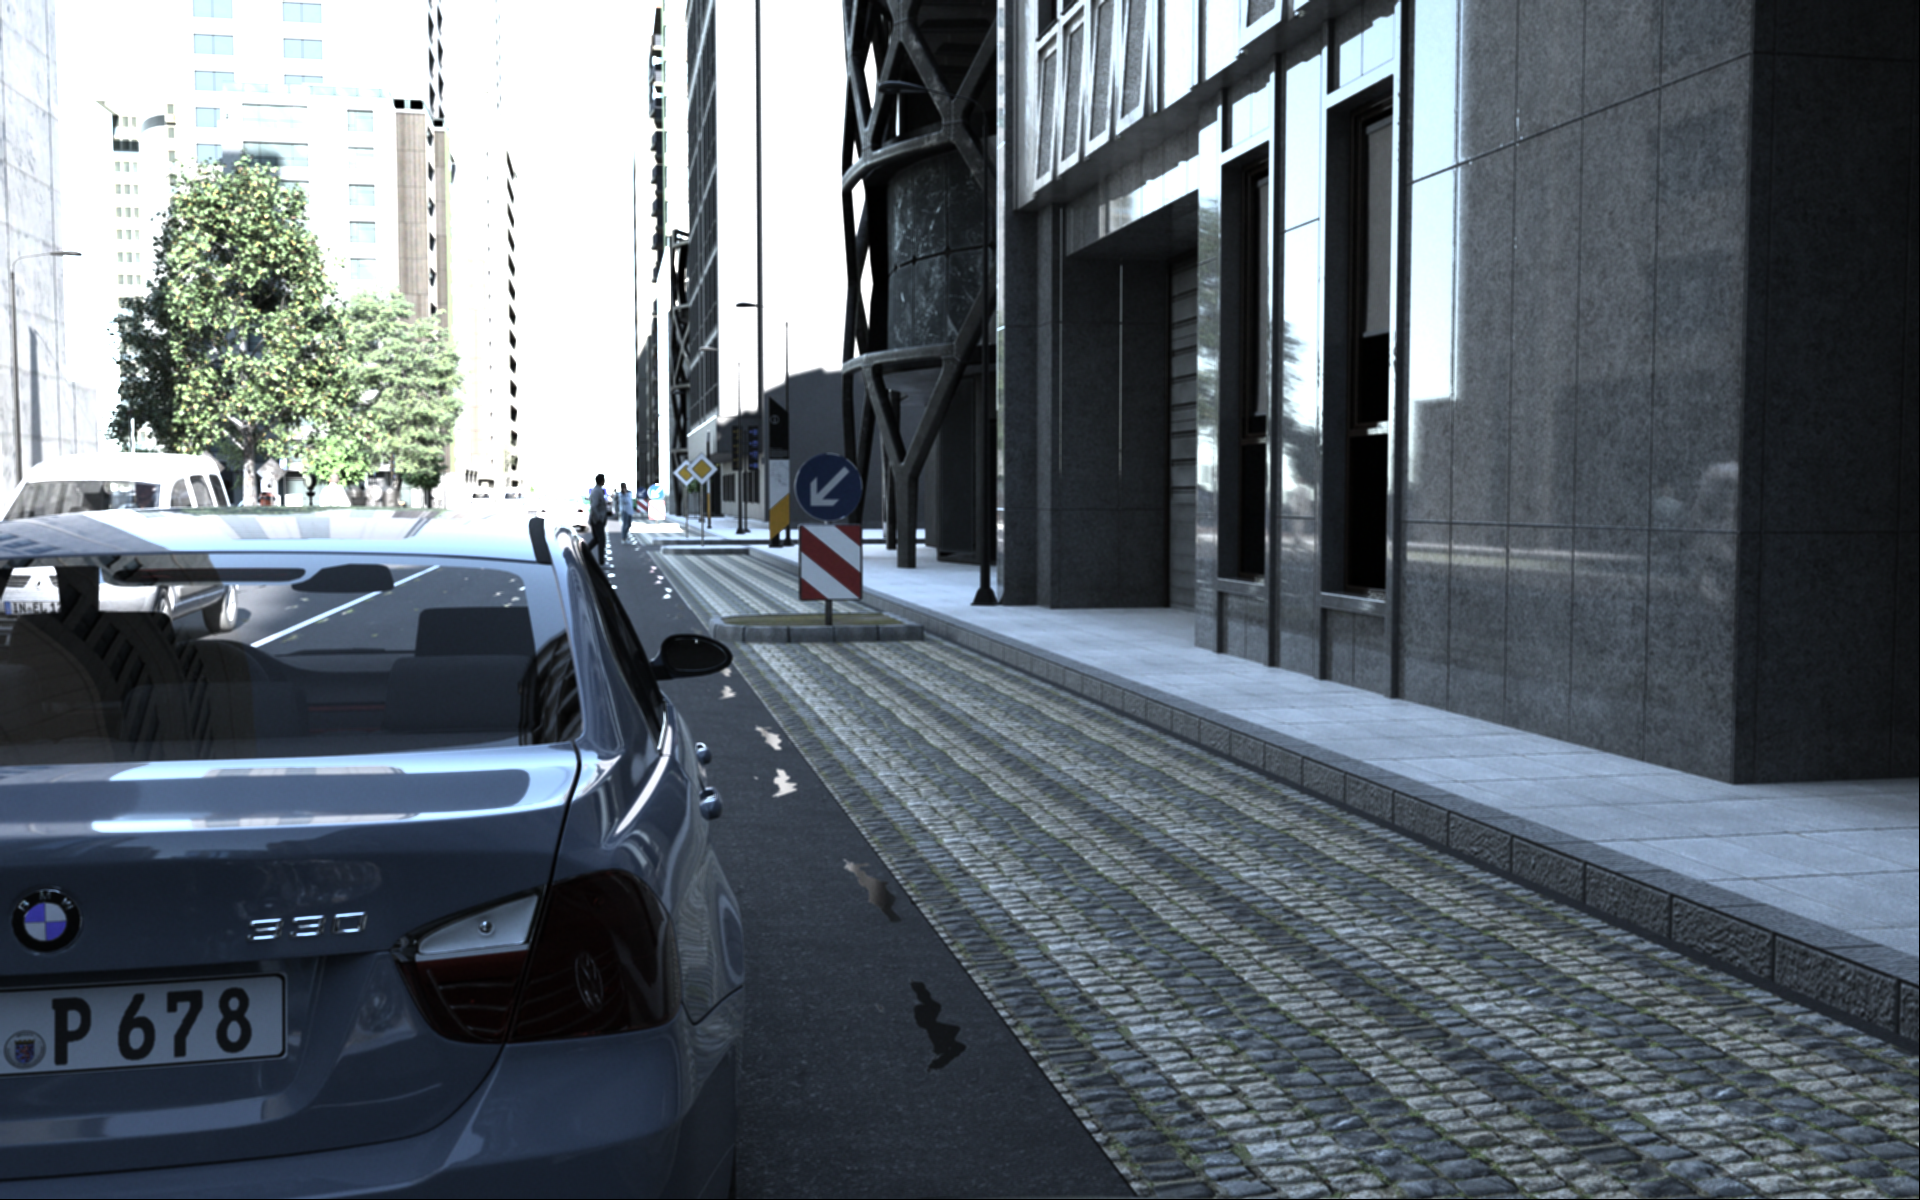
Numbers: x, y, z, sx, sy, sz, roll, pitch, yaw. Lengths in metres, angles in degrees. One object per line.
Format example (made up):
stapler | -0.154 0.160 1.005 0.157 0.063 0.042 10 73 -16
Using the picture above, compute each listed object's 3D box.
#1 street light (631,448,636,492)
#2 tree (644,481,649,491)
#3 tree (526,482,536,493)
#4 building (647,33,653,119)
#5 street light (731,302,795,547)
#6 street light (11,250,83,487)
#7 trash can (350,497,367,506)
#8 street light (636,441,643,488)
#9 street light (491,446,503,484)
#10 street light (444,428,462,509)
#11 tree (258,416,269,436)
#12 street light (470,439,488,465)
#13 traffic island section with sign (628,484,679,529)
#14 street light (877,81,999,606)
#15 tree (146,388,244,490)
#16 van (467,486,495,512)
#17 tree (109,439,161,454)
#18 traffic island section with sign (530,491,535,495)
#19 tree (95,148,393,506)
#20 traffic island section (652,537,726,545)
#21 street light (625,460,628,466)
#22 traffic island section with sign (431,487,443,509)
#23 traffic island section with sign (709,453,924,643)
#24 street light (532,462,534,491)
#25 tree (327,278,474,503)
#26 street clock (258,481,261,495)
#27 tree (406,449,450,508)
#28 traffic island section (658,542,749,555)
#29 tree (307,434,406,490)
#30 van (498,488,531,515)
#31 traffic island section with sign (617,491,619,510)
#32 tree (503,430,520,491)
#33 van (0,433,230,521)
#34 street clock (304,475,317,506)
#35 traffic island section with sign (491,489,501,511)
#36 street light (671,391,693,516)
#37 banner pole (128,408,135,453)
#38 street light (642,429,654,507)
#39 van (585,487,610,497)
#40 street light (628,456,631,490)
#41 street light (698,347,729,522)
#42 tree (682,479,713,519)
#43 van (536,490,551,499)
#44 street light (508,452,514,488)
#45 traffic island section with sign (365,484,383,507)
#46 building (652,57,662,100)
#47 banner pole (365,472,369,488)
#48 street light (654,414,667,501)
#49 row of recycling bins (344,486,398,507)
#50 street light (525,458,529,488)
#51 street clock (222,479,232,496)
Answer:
street light | -32.251 -12.395 175.205 1.470 5.913 1.316 -1 4 -12
tree | -36.852 -12.991 207.007 1.663 3.219 1.824 0 3 0
tree | -68.628 -17.279 277.109 1.663 3.219 1.824 0 3 0
building | -40.135 -50.896 270.400 20.563 71.187 20.611 -1 4 -12
street light | -4.751 -4.261 42.205 1.470 5.913 1.316 -1 4 -12
street light | -17.386 -3.698 33.006 1.470 5.913 1.316 -1 4 -12
trash can | -26.944 -4.039 77.690 0.748 1.137 0.748 0 3 0
street light | -27.534 -11.026 152.810 1.470 5.913 1.316 -1 4 -12
street light | -45.192 -11.947 167.881 1.470 5.913 1.316 -1 4 -12
street light | -35.860 -9.165 122.391 1.470 5.913 1.316 -1 4 -12
tree | -48.314 -10.159 116.468 4.737 8.622 4.395 0 3 0
street light | -40.563 -10.577 145.468 1.470 5.913 1.316 -1 4 -12
traffic island section with sign | -12.779 -3.889 72.215 1.989 1.847 2.006 -1 4 -12
street light | -0.240 -2.888 19.768 1.470 5.913 1.316 -1 4 -12
tree | -41.370 -8.663 91.997 4.737 8.622 4.395 0 3 0
van | -34.997 -7.321 126.712 2.013 2.044 4.112 -1 4 -12
tree | -48.869 -7.273 102.623 4.285 4.588 4.351 0 3 0
traffic island section with sign | -55.606 -13.273 225.640 1.989 1.847 2.006 -1 4 -12
tree | -23.931 -8.611 57.802 9.611 12.733 9.660 0 3 0
traffic island section | -7.836 -1.686 49.849 2.009 0.180 2.903 -1 4 -12
street light | -39.892 -14.627 211.689 1.470 5.913 1.316 -1 4 -12
traffic island section with sign | -28.792 -5.315 95.534 1.989 1.847 2.006 -1 4 -12
traffic island section with sign | -1.524 -0.545 17.531 1.989 1.847 2.006 -1 4 -12
street light | -61.774 -16.883 248.579 1.470 5.913 1.316 -1 4 -12
tree | -33.229 -11.931 101.724 9.857 13.997 8.962 0 3 0
street clock | -37.901 -5.473 94.058 0.358 2.002 0.471 -3 4 -38
tree | -35.548 -8.012 114.709 4.285 4.588 4.351 0 3 0
traffic island section | -6.224 -1.208 42.028 2.009 0.180 2.903 -1 4 -12
tree | -28.923 -5.924 80.569 4.285 4.588 4.351 0 3 0
van | -28.578 -6.374 111.222 2.013 2.044 4.112 -1 4 -12
traffic island section with sign | -28.344 -8.504 147.666 1.989 1.847 2.006 -1 4 -12
tree | -51.913 -15.040 196.258 4.360 8.622 3.978 0 3 0
van | -8.190 -0.590 16.654 2.013 2.044 4.112 -1 4 -10
street clock | -24.437 -3.708 65.203 0.471 2.002 0.358 2 4 32
traffic island section with sign | -38.784 -8.278 143.981 1.989 1.847 2.006 -1 4 -12
street light | -12.299 -6.487 78.608 1.470 5.913 1.316 -1 4 -12
banner pole | -24.123 -3.701 50.535 0.401 3.779 0.863 -2 4 -32
street light | -22.934 -9.654 130.391 1.470 5.913 1.316 -1 4 -12
van | -33.086 -9.401 158.083 2.240 2.365 5.245 -1 4 -12
street light | -36.986 -13.828 198.631 1.470 5.913 1.316 -1 4 -12
street light | -7.537 -5.040 54.945 1.470 5.913 1.316 -1 4 -12
tree | -13.590 -5.767 88.889 1.663 3.219 1.824 0 3 0
van | -45.210 -11.055 187.765 2.013 2.044 4.112 -1 4 -11
street light | -49.770 -13.330 190.487 1.470 5.913 1.316 -1 4 -12
traffic island section with sign | -23.339 -3.695 69.046 1.989 1.847 2.006 -1 4 -12
building | -34.158 -57.015 244.863 22.319 86.520 31.000 -1 4 -12
banner pole | -37.183 -7.254 108.612 0.401 3.779 0.863 -3 5 -39
street light | -16.929 -7.859 101.041 1.470 5.913 1.316 -1 4 -12
row of recycling bins | -30.616 -5.007 88.977 3.534 1.692 1.069 0 4 3
street light | -57.128 -15.496 225.897 1.470 5.913 1.316 -1 4 -12
street clock | -35.066 -4.786 82.821 0.471 2.002 0.358 1 4 16
